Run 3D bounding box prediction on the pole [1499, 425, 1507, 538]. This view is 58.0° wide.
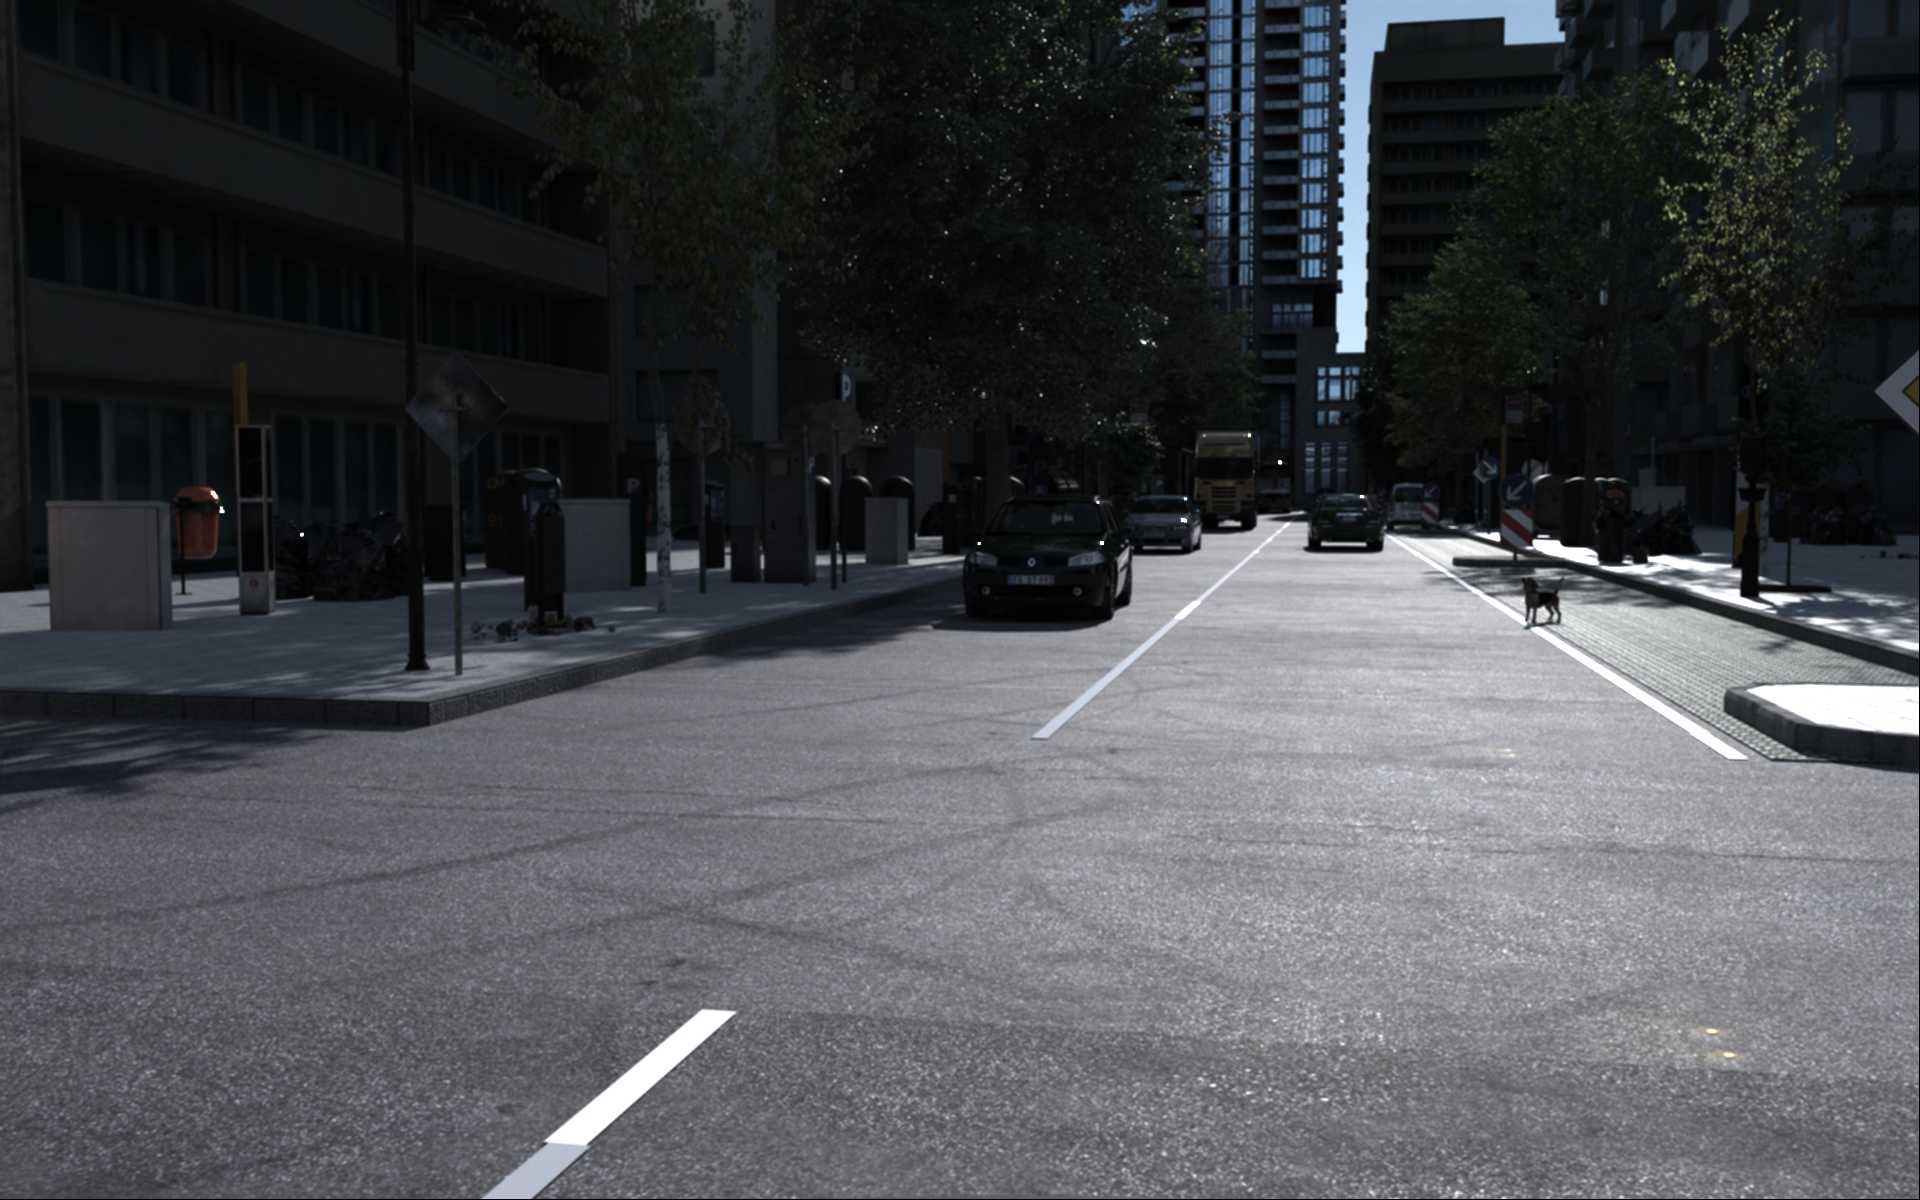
[{"bbox_3d":[16.019,-3.501,51.078,0.158,3.312,0.155,0,3,0],"label":"pole"}]

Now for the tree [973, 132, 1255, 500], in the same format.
[{"bbox_3d":[4.873,-9.019,57.826,12.009,13.543,11.850,0,3,0],"label":"tree"}]

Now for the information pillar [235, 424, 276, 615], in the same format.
[{"bbox_3d":[-7.496,-0.853,18.432,0.304,2.012,0.304,0,4,-8],"label":"information pillar"}]

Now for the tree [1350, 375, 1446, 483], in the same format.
[{"bbox_3d":[30.223,-11.101,115.913,8.767,10.594,7.601,1,4,21],"label":"tree"}]

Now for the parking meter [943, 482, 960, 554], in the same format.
[{"bbox_3d":[-0.188,-1.756,37.126,0.372,1.533,0.369,0,3,0],"label":"parking meter"}]

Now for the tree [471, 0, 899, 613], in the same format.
[{"bbox_3d":[-2.944,-4.161,18.401,4.737,8.622,4.395,0,3,0],"label":"tree"}]

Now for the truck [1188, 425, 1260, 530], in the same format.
[{"bbox_3d":[11.306,-5.147,73.068,2.839,4.237,11.283,1,4,11],"label":"truck"}]

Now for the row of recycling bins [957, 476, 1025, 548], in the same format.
[{"bbox_3d":[0.734,-2.047,40.574,1.069,1.692,3.534,-1,4,-14],"label":"row of recycling bins"}]

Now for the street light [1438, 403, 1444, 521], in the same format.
[{"bbox_3d":[23.078,-6.742,83.017,0.468,5.910,1.993,1,4,12],"label":"street light"}]

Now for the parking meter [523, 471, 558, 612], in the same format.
[{"bbox_3d":[-4.603,-0.649,19.024,0.372,1.533,0.369,0,3,0],"label":"parking meter"}]

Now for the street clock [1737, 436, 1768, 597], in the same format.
[{"bbox_3d":[9.872,-1.041,21.596,0.358,2.002,0.471,2,4,35],"label":"street clock"}]

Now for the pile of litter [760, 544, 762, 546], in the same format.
[{"bbox_3d":[-4.203,-1.782,43.099,1.719,0.858,1.176,-1,4,-22],"label":"pile of litter"}]

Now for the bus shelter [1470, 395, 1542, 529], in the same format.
[{"bbox_3d":[21.327,-5.542,68.246,2.179,5.291,8.768,1,4,12],"label":"bus shelter"}]

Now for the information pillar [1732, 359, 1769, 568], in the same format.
[{"bbox_3d":[13.725,-2.367,30.054,0.504,3.616,0.183,1,4,15],"label":"information pillar"}]

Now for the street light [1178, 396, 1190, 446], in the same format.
[{"bbox_3d":[10.489,-6.642,81.390,0.468,5.910,1.993,1,4,12],"label":"street light"}]

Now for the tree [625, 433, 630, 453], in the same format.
[{"bbox_3d":[-9.696,-3.269,48.048,1.663,3.219,1.824,0,3,0],"label":"tree"}]

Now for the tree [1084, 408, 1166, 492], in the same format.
[{"bbox_3d":[6.223,-5.057,66.393,4.285,4.588,4.351,0,3,0],"label":"tree"}]

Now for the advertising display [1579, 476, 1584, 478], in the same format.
[{"bbox_3d":[22.218,-3.400,60.804,0.974,1.923,0.123,1,4,22],"label":"advertising display"}]

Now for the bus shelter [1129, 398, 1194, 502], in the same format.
[{"bbox_3d":[8.720,-5.963,75.131,2.179,5.291,8.768,1,4,12],"label":"bus shelter"}]

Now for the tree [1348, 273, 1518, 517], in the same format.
[{"bbox_3d":[27.112,-11.643,97.015,9.857,13.997,8.962,0,3,0],"label":"tree"}]

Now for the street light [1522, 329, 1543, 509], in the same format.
[{"bbox_3d":[15.863,-4.614,48.222,0.468,5.910,1.993,1,4,12],"label":"street light"}]

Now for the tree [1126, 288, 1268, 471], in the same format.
[{"bbox_3d":[13.028,-10.813,94.926,7.486,12.596,7.792,0,3,0],"label":"tree"}]

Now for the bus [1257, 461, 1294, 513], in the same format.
[{"bbox_3d":[24.160,-8.635,132.730,2.896,3.916,12.252,1,4,11],"label":"bus"}]

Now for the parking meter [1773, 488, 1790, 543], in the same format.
[{"bbox_3d":[21.803,-2.296,45.946,0.372,1.533,0.369,0,3,0],"label":"parking meter"}]

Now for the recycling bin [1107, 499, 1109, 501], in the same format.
[{"bbox_3d":[7.528,-4.451,85.321,0.722,1.027,0.722,-3,5,-43],"label":"recycling bin"}]

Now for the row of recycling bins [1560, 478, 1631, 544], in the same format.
[{"bbox_3d":[16.496,-2.320,45.043,1.069,1.692,3.534,3,5,39],"label":"row of recycling bins"}]

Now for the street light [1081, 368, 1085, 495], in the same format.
[{"bbox_3d":[3.339,-4.539,46.993,0.468,5.910,1.993,1,4,12],"label":"street light"}]

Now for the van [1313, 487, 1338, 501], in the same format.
[{"bbox_3d":[32.681,-9.204,154.866,2.240,2.365,5.245,1,4,12],"label":"van"}]

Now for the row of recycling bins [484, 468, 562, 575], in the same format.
[{"bbox_3d":[-7.284,-1.337,28.974,1.069,1.692,3.534,-1,4,-22],"label":"row of recycling bins"}]

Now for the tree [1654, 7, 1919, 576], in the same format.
[{"bbox_3d":[12.553,-4.663,26.607,4.360,8.622,3.978,0,3,0],"label":"tree"}]

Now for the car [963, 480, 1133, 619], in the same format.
[{"bbox_3d":[1.142,-0.699,21.213,2.009,1.686,4.222,1,4,10],"label":"car"}]

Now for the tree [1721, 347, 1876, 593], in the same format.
[{"bbox_3d":[11.018,-1.740,23.058,1.663,3.219,1.824,0,3,0],"label":"tree"}]

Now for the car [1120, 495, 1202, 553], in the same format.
[{"bbox_3d":[5.091,-1.929,43.535,2.014,1.417,4.499,1,4,12],"label":"car"}]

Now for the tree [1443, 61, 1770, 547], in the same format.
[{"bbox_3d":[15.564,-7.117,42.111,9.928,11.665,9.643,0,3,0],"label":"tree"}]

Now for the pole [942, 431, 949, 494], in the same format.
[{"bbox_3d":[-0.351,-3.002,42.933,0.158,3.312,0.155,0,3,0],"label":"pole"}]

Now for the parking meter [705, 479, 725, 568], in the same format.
[{"bbox_3d":[-4.263,-1.320,29.994,0.372,1.533,0.369,0,3,0],"label":"parking meter"}]

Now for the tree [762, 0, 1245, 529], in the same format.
[{"bbox_3d":[0.760,-7.831,34.693,9.857,13.997,8.962,0,3,0],"label":"tree"}]

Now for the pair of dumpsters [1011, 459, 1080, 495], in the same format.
[{"bbox_3d":[2.229,-2.732,47.154,1.574,2.255,4.437,1,4,12],"label":"pair of dumpsters"}]

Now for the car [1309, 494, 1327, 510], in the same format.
[{"bbox_3d":[19.114,-4.755,89.540,2.131,1.459,4.920,1,4,11],"label":"car"}]

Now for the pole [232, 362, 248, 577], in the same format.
[{"bbox_3d":[-11.137,-2.019,26.859,0.158,3.312,0.155,0,3,0],"label":"pole"}]

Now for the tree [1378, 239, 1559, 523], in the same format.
[{"bbox_3d":[22.827,-9.747,77.490,7.486,12.596,7.792,0,3,0],"label":"tree"}]

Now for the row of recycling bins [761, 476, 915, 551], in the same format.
[{"bbox_3d":[-2.788,-1.988,39.620,3.534,1.692,1.069,0,4,-1],"label":"row of recycling bins"}]

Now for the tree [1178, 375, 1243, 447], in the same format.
[{"bbox_3d":[16.012,-9.880,111.895,4.360,8.622,3.978,0,3,0],"label":"tree"}]

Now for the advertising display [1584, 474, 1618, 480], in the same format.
[{"bbox_3d":[20.880,-3.129,56.369,0.974,1.923,0.123,3,5,42],"label":"advertising display"}]

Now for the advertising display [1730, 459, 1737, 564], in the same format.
[{"bbox_3d":[14.640,-1.648,32.159,0.974,1.923,0.123,-2,4,-35],"label":"advertising display"}]

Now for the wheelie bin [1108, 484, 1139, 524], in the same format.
[{"bbox_3d":[5.343,-2.966,56.406,0.980,1.594,0.693,0,4,-6],"label":"wheelie bin"}]

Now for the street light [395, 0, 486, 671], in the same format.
[{"bbox_3d":[-3.965,-2.428,12.478,0.468,5.910,1.993,1,4,12],"label":"street light"}]

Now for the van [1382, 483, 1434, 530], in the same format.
[{"bbox_3d":[17.931,-3.806,69.242,2.013,2.044,4.112,1,4,13],"label":"van"}]

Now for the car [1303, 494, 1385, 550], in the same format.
[{"bbox_3d":[10.189,-2.083,45.858,2.131,1.459,4.920,1,4,10],"label":"car"}]

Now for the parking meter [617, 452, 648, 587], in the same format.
[{"bbox_3d":[-4.552,-1.125,24.098,0.399,1.863,0.255,-1,4,-21],"label":"parking meter"}]

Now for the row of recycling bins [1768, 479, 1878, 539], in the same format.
[{"bbox_3d":[24.792,-2.631,50.134,1.069,1.692,3.534,-2,4,-32],"label":"row of recycling bins"}]

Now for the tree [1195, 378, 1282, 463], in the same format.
[{"bbox_3d":[24.477,-13.899,152.997,9.928,11.665,9.643,0,3,0],"label":"tree"}]

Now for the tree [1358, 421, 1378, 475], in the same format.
[{"bbox_3d":[37.512,-14.049,147.830,7.486,12.596,7.792,0,3,0],"label":"tree"}]
